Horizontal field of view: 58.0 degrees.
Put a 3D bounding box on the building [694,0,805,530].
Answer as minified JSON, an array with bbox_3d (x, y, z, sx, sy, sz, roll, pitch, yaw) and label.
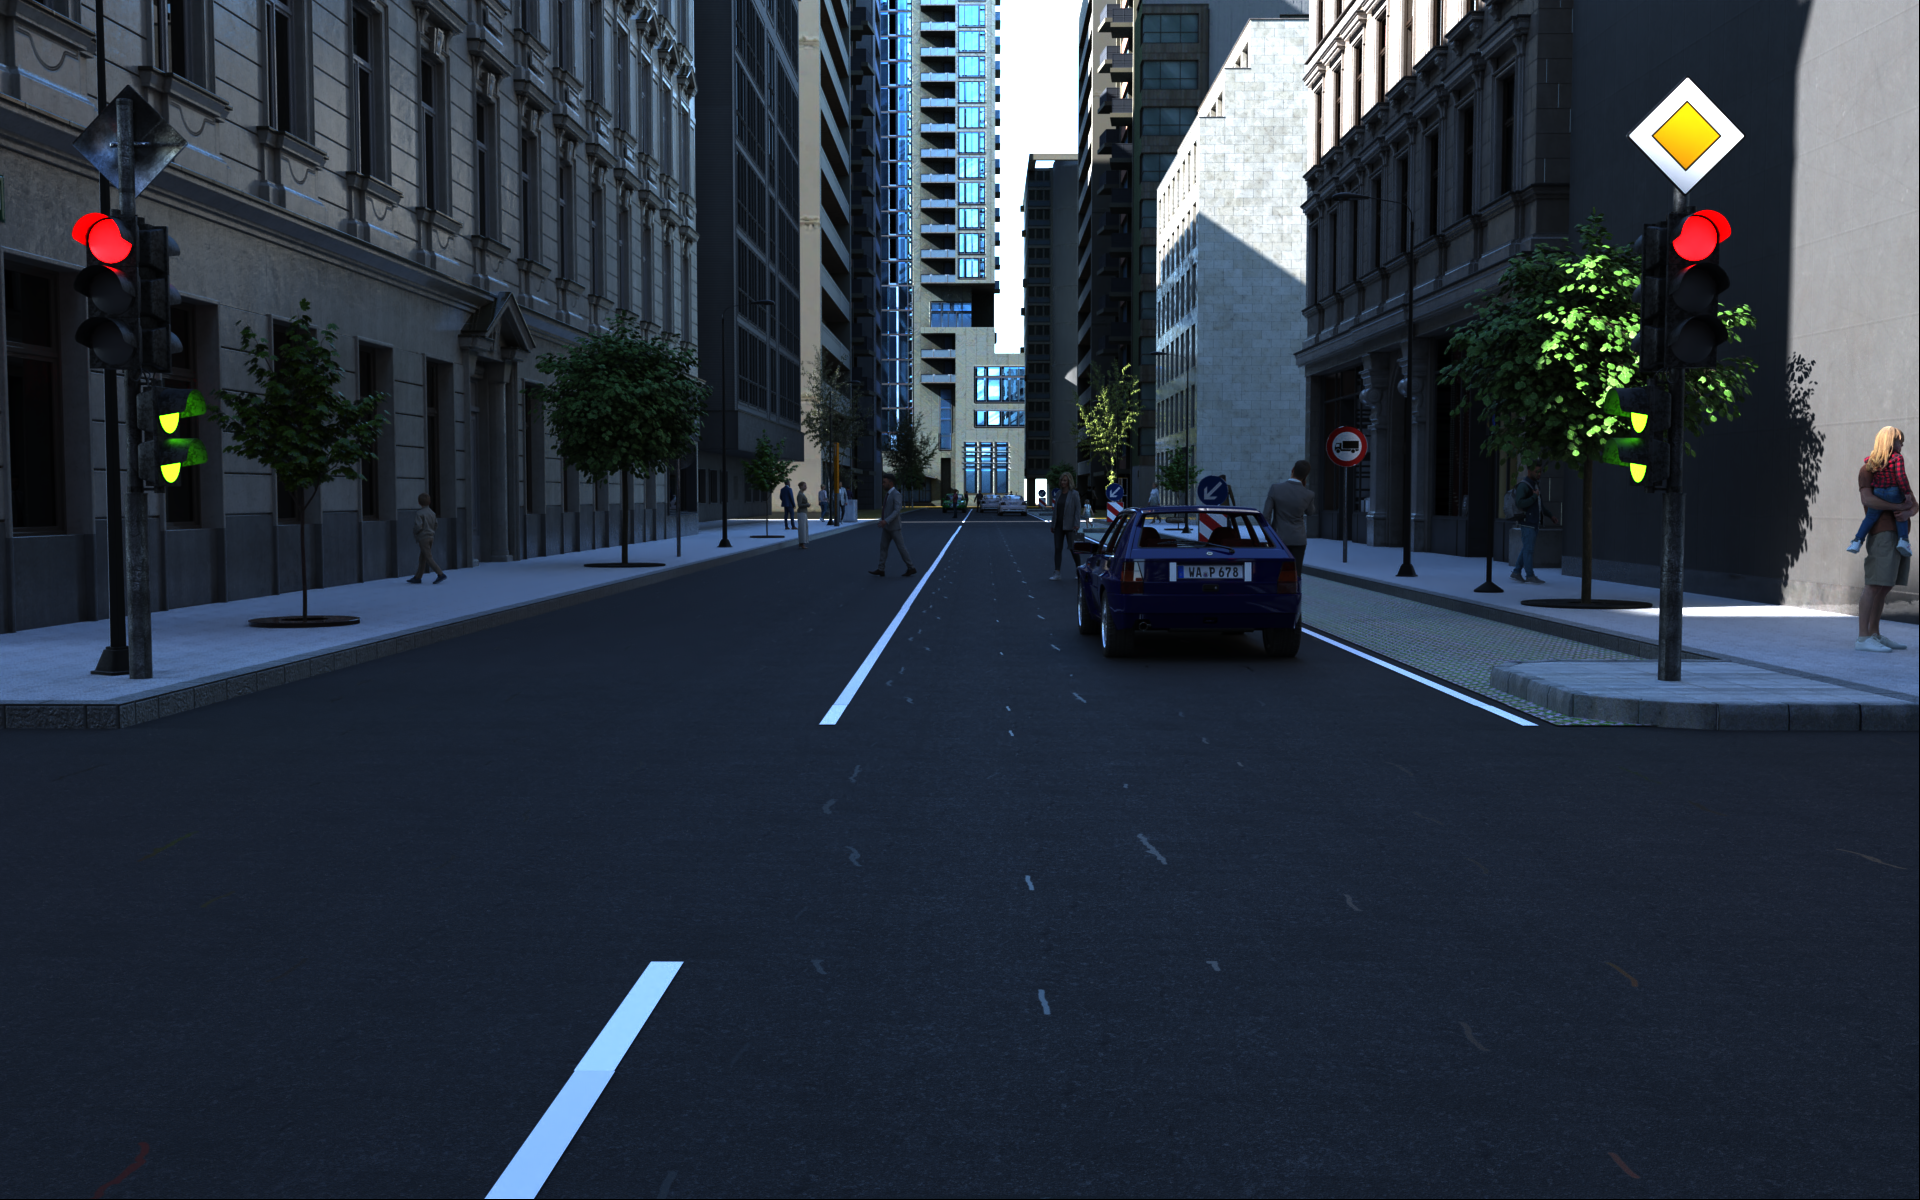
[{"bbox_3d":[-14.515,-16.858,69.130,14.314,27.812,24.014,0,4,1],"label":"building"}]

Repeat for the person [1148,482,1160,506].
[{"bbox_3d":[8.561,-4.249,75.746,0.641,1.798,0.478,-1,4,-20],"label":"person"}]

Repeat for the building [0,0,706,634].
[{"bbox_3d":[-16.403,-15.817,35.022,17.030,29.872,44.131,0,4,1],"label":"building"}]

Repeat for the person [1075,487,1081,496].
[{"bbox_3d":[8.383,-7.294,125.828,1.217,1.766,0.721,-2,4,-28],"label":"person"}]

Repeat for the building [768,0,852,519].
[{"bbox_3d":[-17.603,-28.987,97.643,21.300,48.544,21.600,0,4,1],"label":"building"}]

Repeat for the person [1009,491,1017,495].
[{"bbox_3d":[4.860,-9.153,158.953,0.742,1.727,0.445,-1,4,-9],"label":"person"}]

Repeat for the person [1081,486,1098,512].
[{"bbox_3d":[9.197,-7.188,123.197,1.348,1.869,0.705,0,4,-6],"label":"person"}]

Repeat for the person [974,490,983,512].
[{"bbox_3d":[1.549,-7.853,137.454,0.990,1.755,0.434,2,4,27],"label":"person"}]

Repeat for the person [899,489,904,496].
[{"bbox_3d":[-5.612,-9.368,159.928,1.217,1.735,0.721,-1,4,-23],"label":"person"}]

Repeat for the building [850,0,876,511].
[{"bbox_3d":[-17.575,-28.698,123.831,22.147,44.769,28.867,0,4,1],"label":"building"}]

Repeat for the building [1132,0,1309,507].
[{"bbox_3d":[17.146,-20.256,102.885,14.160,30.474,14.107,0,4,1],"label":"building"}]

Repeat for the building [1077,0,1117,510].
[{"bbox_3d":[21.384,-32.159,149.499,21.300,48.544,21.600,0,4,1],"label":"building"}]

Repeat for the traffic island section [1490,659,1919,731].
[{"bbox_3d":[4.912,0.632,11.941,2.009,0.180,2.903,0,4,1],"label":"traffic island section"}]

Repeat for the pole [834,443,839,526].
[{"bbox_3d":[-4.898,-4.581,68.740,0.158,3.312,0.155,0,3,0],"label":"pole"}]

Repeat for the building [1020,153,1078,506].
[{"bbox_3d":[18.702,-30.345,188.025,23.993,40.220,32.217,0,4,1],"label":"building"}]

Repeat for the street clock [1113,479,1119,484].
[{"bbox_3d":[7.402,-4.665,80.846,0.471,2.002,0.358,-2,4,-27],"label":"street clock"}]

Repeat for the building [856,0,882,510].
[{"bbox_3d":[-21.056,-37.163,149.609,28.212,58.520,21.231,0,4,1],"label":"building"}]

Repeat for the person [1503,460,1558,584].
[{"bbox_3d":[8.133,-1.121,24.716,0.721,1.781,0.623,2,4,26],"label":"person"}]

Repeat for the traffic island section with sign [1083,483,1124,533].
[{"bbox_3d":[5.585,-3.406,64.318,1.989,1.847,2.006,0,4,1],"label":"traffic island section with sign"}]

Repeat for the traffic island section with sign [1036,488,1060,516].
[{"bbox_3d":[6.227,-6.445,114.009,1.989,1.847,2.006,0,4,1],"label":"traffic island section with sign"}]

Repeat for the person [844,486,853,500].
[{"bbox_3d":[-6.033,-5.291,93.462,0.541,1.710,0.530,1,4,17],"label":"person"}]

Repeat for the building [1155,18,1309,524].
[{"bbox_3d":[14.926,-13.677,78.369,10.420,20.320,16.860,0,4,1],"label":"building"}]

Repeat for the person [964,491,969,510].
[{"bbox_3d":[0.579,-9.071,157.731,0.541,1.710,0.530,-3,5,-41],"label":"person"}]

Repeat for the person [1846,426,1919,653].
[{"bbox_3d":[7.554,-0.498,14.161,0.573,1.828,0.580,1,4,9],"label":"person"}]

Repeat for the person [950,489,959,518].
[{"bbox_3d":[-0.363,-5.786,103.819,0.721,1.743,1.217,1,4,17],"label":"person"}]

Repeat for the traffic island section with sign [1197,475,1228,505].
[{"bbox_3d":[5.241,-1.758,37.365,1.989,1.847,2.006,0,4,1],"label":"traffic island section with sign"}]

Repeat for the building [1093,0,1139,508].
[{"bbox_3d":[21.303,-28.734,124.427,22.147,44.769,28.867,0,4,1],"label":"building"}]

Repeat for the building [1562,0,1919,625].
[{"bbox_3d":[21.332,-13.820,19.458,24.014,27.812,14.314,0,4,1],"label":"building"}]

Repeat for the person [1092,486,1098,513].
[{"bbox_3d":[9.194,-6.867,118.332,0.705,1.823,1.348,0,4,-5],"label":"person"}]

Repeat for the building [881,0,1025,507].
[{"bbox_3d":[-8.850,-53.206,182.589,31.000,86.520,22.319,0,4,1],"label":"building"}]

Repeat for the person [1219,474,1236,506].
[{"bbox_3d":[7.501,-2.642,49.153,0.656,1.842,0.836,-2,4,-31],"label":"person"}]

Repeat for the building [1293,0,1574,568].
[{"bbox_3d":[14.472,-12.124,49.138,10.553,20.767,40.483,0,4,1],"label":"building"}]

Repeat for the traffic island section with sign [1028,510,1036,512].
[{"bbox_3d":[6.577,-8.130,141.546,1.989,1.847,2.006,0,4,1],"label":"traffic island section with sign"}]

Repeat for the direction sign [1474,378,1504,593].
[{"bbox_3d":[6.922,-1.870,22.568,0.379,3.537,0.876,1,4,9],"label":"direction sign"}]

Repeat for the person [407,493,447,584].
[{"bbox_3d":[-7.620,-0.878,24.673,0.640,1.303,0.475,0,4,6],"label":"person"}]
